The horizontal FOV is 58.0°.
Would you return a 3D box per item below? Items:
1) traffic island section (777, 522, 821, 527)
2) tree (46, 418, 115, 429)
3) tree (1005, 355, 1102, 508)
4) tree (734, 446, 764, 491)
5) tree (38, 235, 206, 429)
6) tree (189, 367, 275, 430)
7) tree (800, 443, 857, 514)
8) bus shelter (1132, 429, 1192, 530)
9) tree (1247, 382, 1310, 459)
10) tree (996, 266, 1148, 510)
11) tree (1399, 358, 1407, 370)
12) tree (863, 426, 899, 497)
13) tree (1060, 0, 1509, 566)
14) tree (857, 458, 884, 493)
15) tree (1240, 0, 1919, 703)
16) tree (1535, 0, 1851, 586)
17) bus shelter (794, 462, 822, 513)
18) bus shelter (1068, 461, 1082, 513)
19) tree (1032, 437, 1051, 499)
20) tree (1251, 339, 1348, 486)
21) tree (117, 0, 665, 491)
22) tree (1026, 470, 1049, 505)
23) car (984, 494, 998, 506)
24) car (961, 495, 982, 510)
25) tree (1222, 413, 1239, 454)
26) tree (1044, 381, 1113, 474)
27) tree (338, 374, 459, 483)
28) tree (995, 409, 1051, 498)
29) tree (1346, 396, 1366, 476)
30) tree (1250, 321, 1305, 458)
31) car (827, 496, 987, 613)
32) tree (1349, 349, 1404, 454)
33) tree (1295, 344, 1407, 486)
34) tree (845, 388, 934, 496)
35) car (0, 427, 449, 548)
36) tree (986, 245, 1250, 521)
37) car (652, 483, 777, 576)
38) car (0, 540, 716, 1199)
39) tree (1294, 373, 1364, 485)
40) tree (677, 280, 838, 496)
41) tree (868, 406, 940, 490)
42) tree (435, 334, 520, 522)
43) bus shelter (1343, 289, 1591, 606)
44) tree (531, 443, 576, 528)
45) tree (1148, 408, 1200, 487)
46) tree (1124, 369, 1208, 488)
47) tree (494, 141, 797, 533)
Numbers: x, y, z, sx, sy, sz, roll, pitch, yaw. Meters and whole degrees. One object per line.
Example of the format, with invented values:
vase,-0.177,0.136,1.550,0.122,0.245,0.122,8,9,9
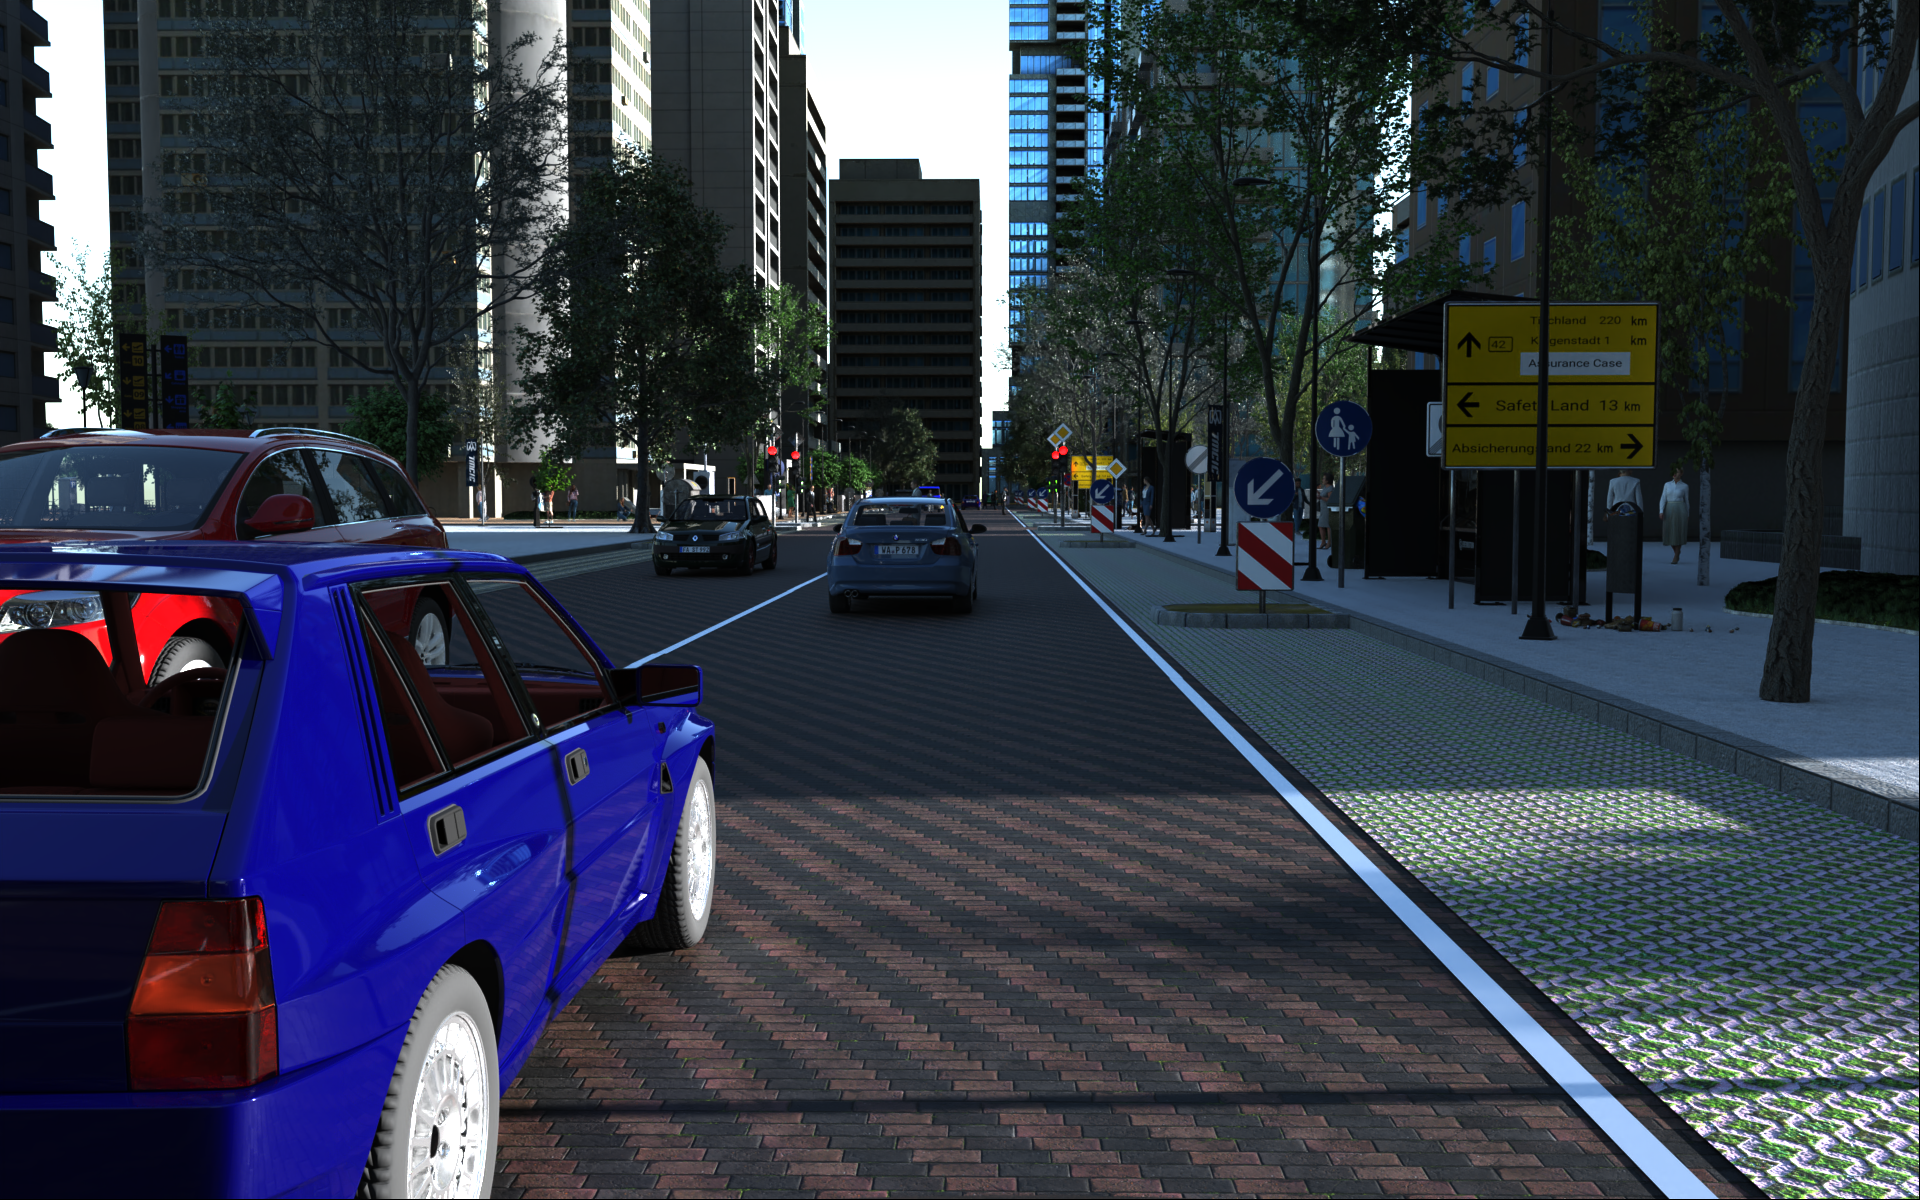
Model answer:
traffic island section,-7.227,-3.310,76.393,2.009,0.180,2.903,0,4,1
tree,-64.520,-9.482,117.935,11.467,7.101,20.602,0,4,-1
tree,8.740,-15.326,157.237,9.857,13.997,8.962,0,3,0
tree,-13.864,-8.278,119.063,4.285,4.588,4.351,0,3,0
tree,-24.376,-6.091,49.943,4.737,8.622,4.395,0,3,0
tree,-11.176,-1.954,26.547,1.663,3.219,1.824,0,3,0
tree,-9.134,-7.854,112.119,4.285,4.588,4.351,0,3,0
bus shelter,7.590,-4.523,65.233,1.731,3.624,6.357,0,4,1
tree,20.166,-9.612,107.524,4.360,8.622,3.978,0,3,0
tree,9.594,-17.443,141.083,12.611,20.169,13.585,0,3,0
tree,22.155,-7.995,81.078,4.360,8.622,3.978,0,3,0
tree,-8.430,-14.417,186.076,4.360,8.622,3.978,0,3,0
tree,5.748,-6.429,30.865,9.928,11.665,9.643,0,3,0
tree,-8.296,-9.175,133.730,4.285,4.588,4.351,0,3,0
tree,5.066,-4.630,10.106,8.767,10.594,7.601,0,4,7
tree,10.194,-4.508,24.073,4.737,8.622,4.395,0,3,0
bus shelter,-10.262,-7.827,119.262,1.731,3.624,6.357,0,4,1
bus shelter,8.686,-8.062,123.099,1.731,3.624,6.357,0,4,1
tree,9.262,-14.684,190.438,4.737,8.622,4.395,0,3,0
tree,15.896,-8.053,82.025,4.737,8.622,4.395,0,3,0
tree,-11.242,-7.635,35.210,12.009,13.543,11.850,0,3,0
tree,9.650,-13.888,210.783,4.285,4.588,4.351,0,3,0
car,3.762,-12.393,211.418,1.959,1.807,4.718,0,4,2
car,1.011,-8.713,155.045,1.945,1.354,3.894,0,4,2
tree,20.500,-11.597,139.977,4.737,8.622,4.395,0,3,0
tree,7.995,-10.196,117.068,4.360,8.622,3.978,0,3,0
tree,-15.366,-3.893,47.372,4.285,4.588,4.351,0,3,0
tree,9.156,-18.955,226.926,9.611,12.733,9.660,0,3,0
tree,28.297,-10.490,121.870,4.360,8.622,3.978,0,3,0
tree,18.339,-12.573,115.946,12.009,13.543,11.850,0,3,0
car,-0.671,-0.621,22.163,2.014,1.417,4.499,0,4,2
tree,21.542,-8.328,86.532,4.737,8.622,4.395,0,3,0
tree,29.935,-13.095,131.112,9.611,12.733,9.660,0,3,0
tree,-8.167,-17.637,198.726,12.009,13.543,11.850,0,3,0
car,-4.423,-0.055,9.571,2.281,1.827,5.304,0,4,2
tree,6.427,-10.621,84.016,12.009,13.543,11.850,0,3,0
car,-4.446,-1.342,31.731,2.009,1.686,4.222,0,4,3
car,-1.699,0.504,4.333,1.945,1.354,3.894,0,4,1
tree,31.135,-13.873,144.951,7.486,12.596,7.792,0,3,0
tree,-9.807,-9.540,81.738,9.928,11.665,9.643,0,3,0
tree,-7.231,-18.625,221.527,9.611,12.733,9.660,0,3,0
tree,-21.885,-7.888,79.333,4.360,8.622,3.978,0,3,0
bus shelter,6.540,-1.940,22.994,1.731,3.624,6.357,0,4,1
tree,-15.454,-4.305,64.984,1.663,3.219,1.824,0,3,0
tree,15.447,-10.636,124.268,4.360,8.622,3.978,0,3,0
tree,11.592,-9.149,99.948,4.737,8.622,4.395,0,3,0
tree,-10.326,-8.540,56.636,9.611,12.733,9.660,0,3,0
